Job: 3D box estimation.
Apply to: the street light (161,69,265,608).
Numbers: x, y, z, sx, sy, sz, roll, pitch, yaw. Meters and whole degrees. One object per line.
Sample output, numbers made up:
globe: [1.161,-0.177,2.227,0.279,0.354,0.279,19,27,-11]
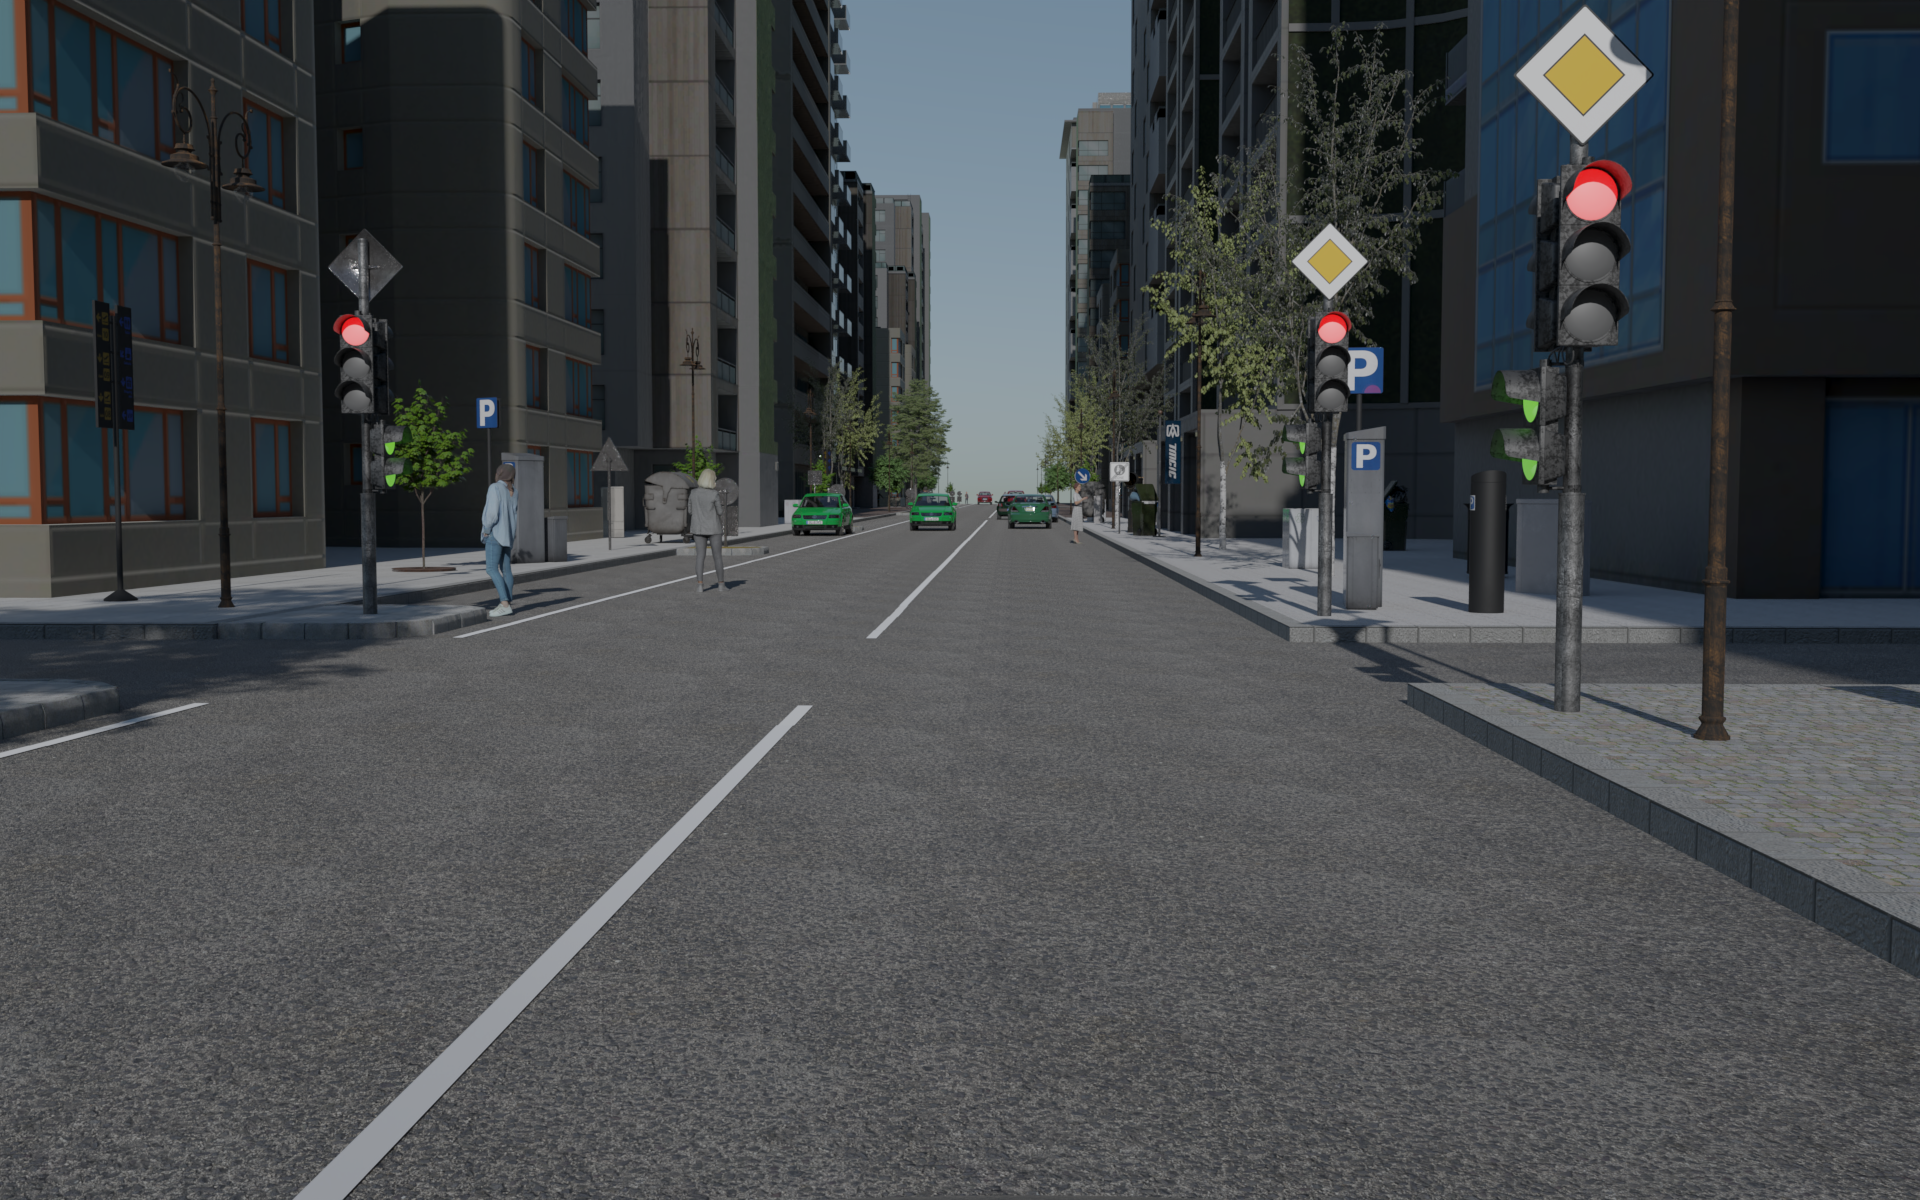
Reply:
street light: [-8.308,-2.853,19.435,0.468,5.910,1.993,0,4,2]

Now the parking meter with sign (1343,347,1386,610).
parking meter with sign: [4.614,-1.445,19.884,0.543,3.016,1.738,1,4,10]

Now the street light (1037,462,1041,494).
street light: [10.521,-15.349,223.739,0.468,5.910,1.993,0,4,2]

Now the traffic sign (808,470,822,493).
traffic sign: [-6.287,-4.462,75.088,0.606,2.300,0.079,0,4,4]

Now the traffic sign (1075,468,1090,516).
traffic sign: [6.082,-5.256,86.041,0.768,2.556,0.104,0,4,3]

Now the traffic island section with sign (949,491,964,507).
traffic island section with sign: [-0.816,-11.739,200.562,1.989,1.847,2.006,0,4,2]

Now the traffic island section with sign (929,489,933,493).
traffic island section with sign: [-2.492,-8.344,145.050,1.989,1.847,2.006,0,4,2]

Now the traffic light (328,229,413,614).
traffic light: [-6.291,-1.803,18.406,0.839,4.253,0.868,0,4,2]

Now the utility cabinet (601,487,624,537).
utility cabinet: [-10.243,-2.587,50.972,0.318,1.500,1.173,-2,4,-30]

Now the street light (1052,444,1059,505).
street light: [7.921,-10.249,140.365,0.468,5.910,1.993,0,4,2]

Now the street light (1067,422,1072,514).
street light: [7.166,-8.496,111.692,0.468,5.910,1.993,0,4,2]

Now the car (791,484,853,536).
car: [-4.807,-3.178,60.748,1.959,1.807,4.718,0,4,3]

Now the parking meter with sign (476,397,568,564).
parking meter with sign: [-8.062,-2.190,32.074,0.543,3.016,1.738,2,4,34]

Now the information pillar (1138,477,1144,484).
information pillar: [7.806,-4.316,75.056,0.304,2.012,0.304,0,4,4]

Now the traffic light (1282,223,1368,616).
traffic light: [3.816,-1.786,18.116,0.839,4.253,0.868,0,4,2]

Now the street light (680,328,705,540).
street light: [-7.440,-4.621,48.336,0.468,5.910,1.993,0,4,2]

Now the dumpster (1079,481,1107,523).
dumpster: [6.026,-4.465,78.766,1.264,1.857,1.865,0,4,2]

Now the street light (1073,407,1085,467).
street light: [6.465,-7.319,92.452,0.468,5.910,1.993,0,4,2]

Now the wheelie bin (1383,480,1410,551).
wheelie bin: [9.843,-1.921,39.317,0.693,1.594,0.980,0,4,4]

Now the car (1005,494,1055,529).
car: [2.944,-3.726,72.713,2.131,1.459,4.920,0,4,3]

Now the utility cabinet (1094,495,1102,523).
utility cabinet: [6.116,-4.014,76.792,0.306,1.237,1.020,1,4,10]

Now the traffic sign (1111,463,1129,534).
traffic sign: [5.141,-3.284,55.827,0.606,2.300,0.079,0,4,8]

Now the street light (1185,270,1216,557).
street light: [4.874,-3.823,35.293,0.468,5.910,1.993,0,4,2]

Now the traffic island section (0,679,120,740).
traffic island section: [-6.573,0.717,10.561,2.009,0.180,2.903,0,4,2]

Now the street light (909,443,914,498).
street light: [-4.216,-10.996,152.567,0.468,5.910,1.993,0,4,2]

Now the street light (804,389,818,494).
street light: [-6.588,-6.344,76.509,0.468,5.910,1.993,0,4,2]

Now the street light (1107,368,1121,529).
street light: [5.664,-5.568,63.818,0.468,5.910,1.993,0,4,2]

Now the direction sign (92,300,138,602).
direction sign: [-10.097,-1.757,20.730,0.379,3.537,0.876,0,4,1]

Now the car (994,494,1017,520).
car: [2.947,-5.391,97.931,2.009,1.686,4.222,0,4,2]

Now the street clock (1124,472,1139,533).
street clock: [5.673,-3.233,57.435,0.471,2.002,0.358,1,4,23]

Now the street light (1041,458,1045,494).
street light: [9.652,-13.622,195.508,0.468,5.910,1.993,0,4,2]

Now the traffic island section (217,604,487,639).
traffic island section: [-6.331,0.229,18.542,2.009,0.180,2.903,0,4,2]

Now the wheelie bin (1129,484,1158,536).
wheelie bin: [5.637,-2.775,53.276,0.980,1.594,0.693,-2,4,-27]

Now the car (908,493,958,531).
car: [-1.064,-3.675,68.882,1.959,1.807,4.718,0,4,1]

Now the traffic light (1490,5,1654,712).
traffic light: [3.574,-1.297,10.135,0.839,4.253,0.868,0,4,2]

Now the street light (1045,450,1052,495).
street light: [8.868,-12.021,169.331,0.468,5.910,1.993,0,4,2]

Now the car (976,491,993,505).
car: [3.362,-13.835,234.879,2.281,1.827,5.304,0,4,1]

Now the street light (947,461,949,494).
street light: [-1.660,-16.065,235.442,0.468,5.910,1.993,0,4,2]

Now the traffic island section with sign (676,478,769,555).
traffic island section with sign: [-5.630,-2.007,41.436,1.989,1.847,2.006,0,4,2]

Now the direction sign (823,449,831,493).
direction sign: [-6.728,-5.847,87.593,0.379,3.537,0.876,1,4,18]

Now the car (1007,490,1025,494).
car: [5.208,-9.381,162.047,2.281,1.827,5.304,0,4,1]

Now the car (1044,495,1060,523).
car: [4.115,-4.673,88.405,2.014,1.417,4.499,0,4,1]

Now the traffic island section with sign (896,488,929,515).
traffic island section with sign: [-3.321,-6.696,118.108,1.989,1.847,2.006,0,4,2]

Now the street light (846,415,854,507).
street light: [-6.040,-7.489,95.235,0.468,5.910,1.993,0,4,2]

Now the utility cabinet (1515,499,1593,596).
utility cabinet: [7.598,-0.674,22.182,0.306,1.237,1.020,-2,4,-26]

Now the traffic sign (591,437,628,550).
traffic sign: [-7.998,-2.416,39.512,0.884,2.594,0.081,0,4,6]

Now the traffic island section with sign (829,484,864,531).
traffic island section with sign: [-4.825,-3.655,68.380,1.989,1.847,2.006,0,4,2]

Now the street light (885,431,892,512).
street light: [-5.073,-9.273,124.395,0.468,5.910,1.993,0,4,2]

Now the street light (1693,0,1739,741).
street light: [3.944,-2.209,8.906,0.468,5.910,1.993,0,4,2]

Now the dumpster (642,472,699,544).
dumpster: [-7.560,-2.427,45.442,1.264,1.857,1.865,0,4,2]
